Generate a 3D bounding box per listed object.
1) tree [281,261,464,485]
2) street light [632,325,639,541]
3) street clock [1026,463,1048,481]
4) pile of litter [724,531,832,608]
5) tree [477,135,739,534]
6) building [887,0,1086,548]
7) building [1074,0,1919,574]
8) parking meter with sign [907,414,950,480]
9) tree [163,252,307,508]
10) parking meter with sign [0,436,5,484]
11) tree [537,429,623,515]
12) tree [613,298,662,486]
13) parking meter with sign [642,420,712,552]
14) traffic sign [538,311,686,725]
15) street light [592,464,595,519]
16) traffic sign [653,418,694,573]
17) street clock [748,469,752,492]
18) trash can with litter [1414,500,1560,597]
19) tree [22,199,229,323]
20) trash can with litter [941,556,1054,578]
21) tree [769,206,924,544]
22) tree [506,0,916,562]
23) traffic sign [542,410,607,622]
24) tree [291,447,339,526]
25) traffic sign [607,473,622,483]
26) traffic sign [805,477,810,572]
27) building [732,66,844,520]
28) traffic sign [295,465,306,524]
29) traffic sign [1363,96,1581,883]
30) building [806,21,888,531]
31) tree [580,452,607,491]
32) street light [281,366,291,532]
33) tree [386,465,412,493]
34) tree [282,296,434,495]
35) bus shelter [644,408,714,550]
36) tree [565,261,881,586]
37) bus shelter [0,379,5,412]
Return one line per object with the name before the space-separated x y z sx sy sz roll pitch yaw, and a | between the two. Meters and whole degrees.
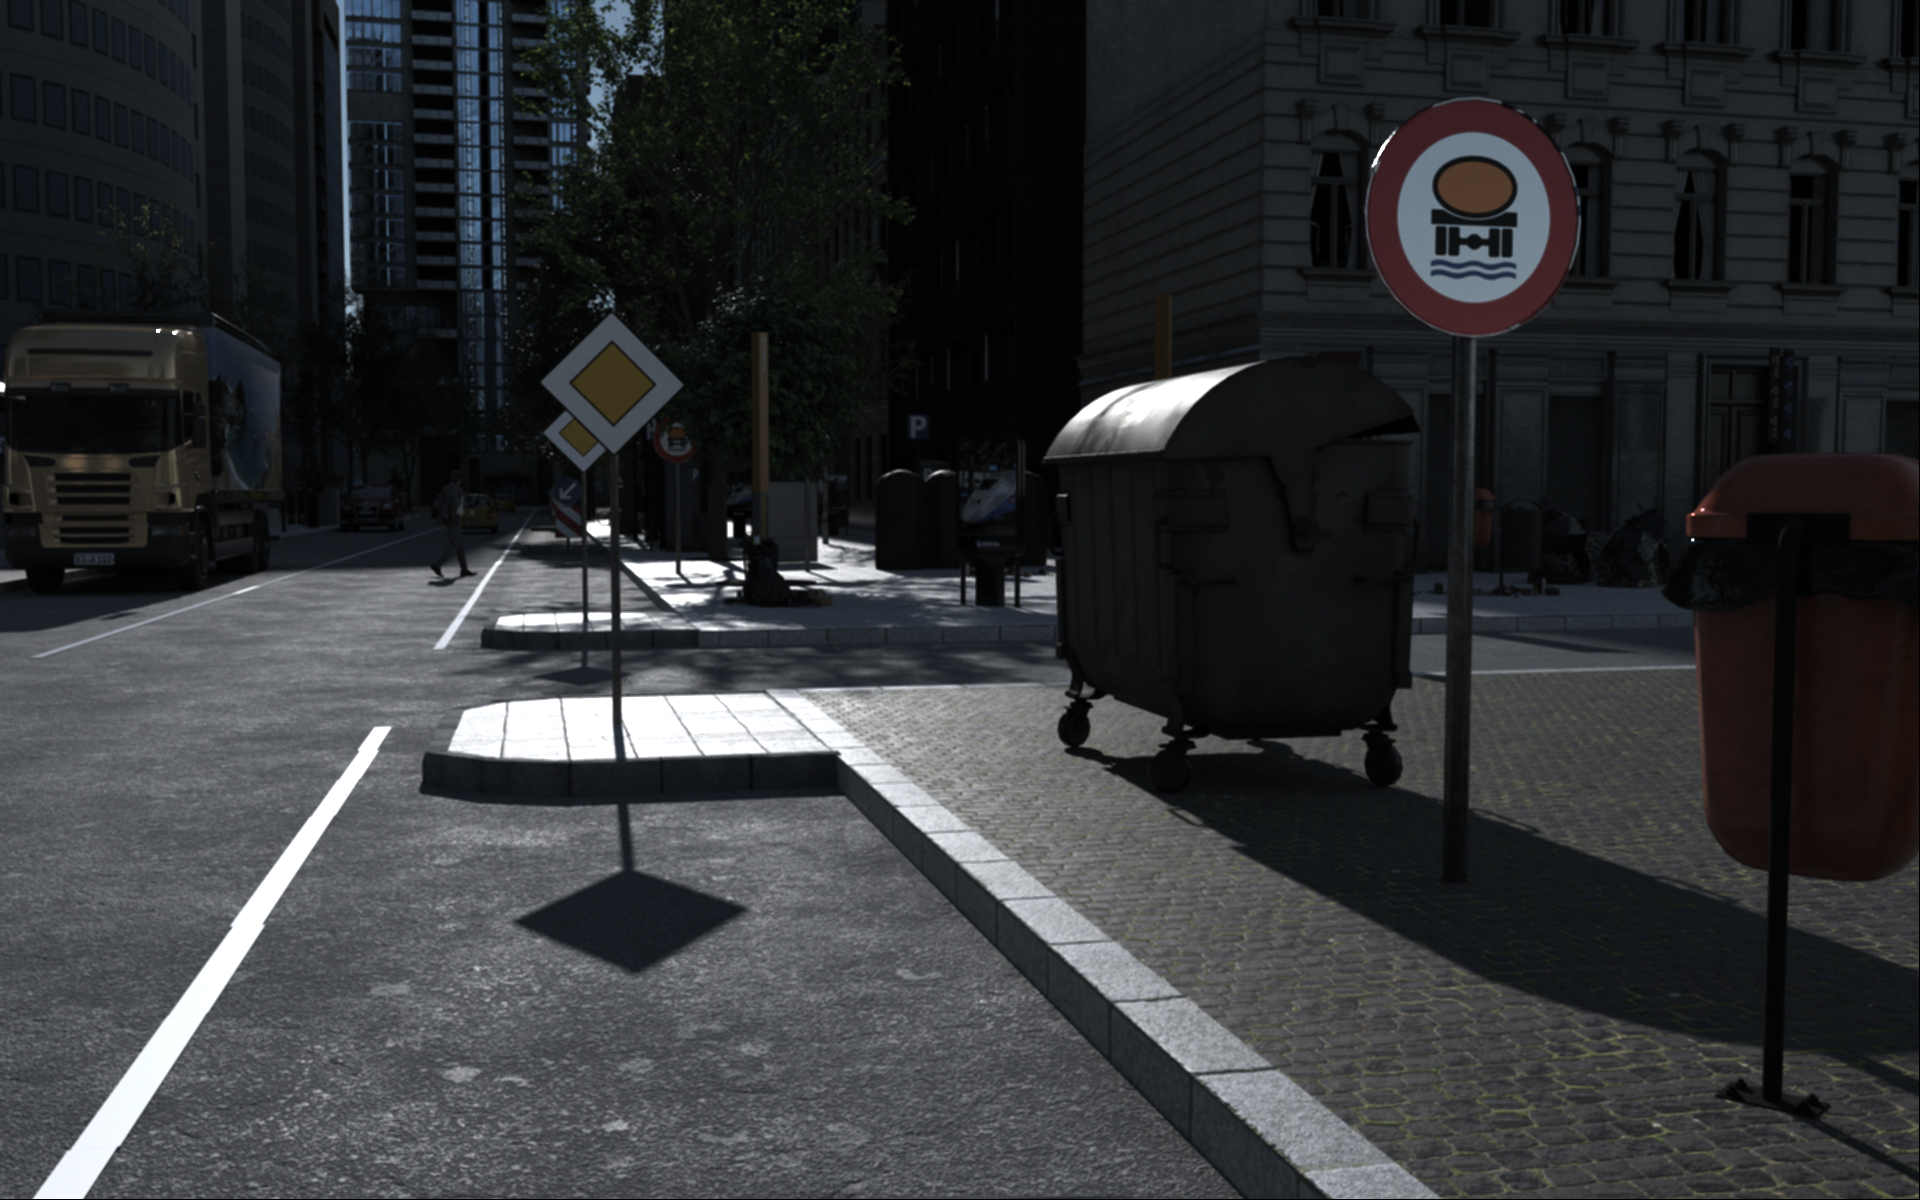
tree | -31.635 -11.099 91.841 12.009 13.543 11.850 0 3 0
street light | -8.933 -4.570 47.514 0.468 5.910 1.993 -1 4 -13
street clock | 1.800 -2.203 40.584 0.471 2.002 0.358 1 4 19
pile of litter | -2.133 -0.385 20.253 1.176 0.858 1.719 -1 4 -19
tree | -10.535 -8.456 55.266 9.611 12.733 9.660 0 3 0
building | 5.486 -13.443 49.463 12.332 23.373 15.834 -1 4 -13
building | 12.218 -11.249 33.067 18.267 20.994 9.793 -1 4 -13
parking meter with sign | -0.532 -2.591 38.623 0.543 3.016 1.738 2 4 26
tree | -21.686 -6.209 51.886 4.737 8.622 4.395 0 3 0
parking meter with sign | -29.525 -3.407 51.967 1.738 3.016 0.543 0 4 2
tree | -22.938 -11.623 108.169 7.486 12.596 7.792 0 3 0
tree | -11.862 -6.965 64.248 4.737 8.622 4.395 0 3 0
parking meter with sign | -6.170 -2.584 38.514 1.738 3.016 0.543 1 4 22
traffic sign | -1.914 -0.364 9.591 0.795 2.450 0.064 -1 4 -13
street light | -19.187 -7.202 90.547 0.468 5.910 1.993 -1 4 -13
traffic sign | -4.584 -1.713 28.122 0.768 2.556 0.104 0 4 -4
street clock | -4.802 -2.247 41.312 0.471 2.002 0.358 -2 4 -35
trash can with litter | 6.788 -0.685 22.250 2.233 1.210 1.678 0 4 -1
tree | -20.229 -5.643 42.629 4.360 8.622 3.978 0 3 0
trash can with litter | 0.896 -0.979 27.072 2.233 1.210 1.678 0 4 8
tree | -3.276 -5.756 44.478 4.737 8.622 4.395 0 3 0
tree | -4.682 -6.552 32.877 9.928 11.665 9.643 0 3 0
traffic sign | -3.770 -0.839 17.358 0.795 2.450 0.064 -1 4 -13
tree | -26.343 -4.646 70.563 1.663 3.219 1.824 0 3 0
traffic sign | -17.046 -5.253 85.883 0.884 2.594 0.081 -1 4 -12
traffic sign | -2.520 -1.741 28.572 0.768 2.556 0.104 -1 4 -13
building | -5.275 -14.419 84.897 9.793 20.994 18.267 -1 4 -13
traffic sign | -28.443 -4.588 75.119 0.768 2.556 0.104 0 4 -6
traffic sign | 1.644 -0.340 5.672 0.768 2.556 0.104 -1 4 -13
building | 0.150 -12.337 66.342 10.561 19.102 19.286 -1 4 -13
tree | -34.425 -12.746 158.764 4.360 8.622 3.978 0 3 0
street light | -23.115 -5.274 59.025 0.468 5.910 1.993 -1 4 -13
tree | -36.539 -7.187 112.112 1.663 3.219 1.824 0 3 0
tree | -28.316 -8.968 81.047 7.601 10.594 8.767 -2 4 -33
bus shelter | -7.114 -3.145 42.700 1.731 3.624 6.357 -1 4 -13
tree | -2.680 -2.497 24.542 4.285 4.588 4.351 0 3 0
bus shelter | -16.177 -2.026 27.055 2.014 3.302 5.546 -1 4 -13
